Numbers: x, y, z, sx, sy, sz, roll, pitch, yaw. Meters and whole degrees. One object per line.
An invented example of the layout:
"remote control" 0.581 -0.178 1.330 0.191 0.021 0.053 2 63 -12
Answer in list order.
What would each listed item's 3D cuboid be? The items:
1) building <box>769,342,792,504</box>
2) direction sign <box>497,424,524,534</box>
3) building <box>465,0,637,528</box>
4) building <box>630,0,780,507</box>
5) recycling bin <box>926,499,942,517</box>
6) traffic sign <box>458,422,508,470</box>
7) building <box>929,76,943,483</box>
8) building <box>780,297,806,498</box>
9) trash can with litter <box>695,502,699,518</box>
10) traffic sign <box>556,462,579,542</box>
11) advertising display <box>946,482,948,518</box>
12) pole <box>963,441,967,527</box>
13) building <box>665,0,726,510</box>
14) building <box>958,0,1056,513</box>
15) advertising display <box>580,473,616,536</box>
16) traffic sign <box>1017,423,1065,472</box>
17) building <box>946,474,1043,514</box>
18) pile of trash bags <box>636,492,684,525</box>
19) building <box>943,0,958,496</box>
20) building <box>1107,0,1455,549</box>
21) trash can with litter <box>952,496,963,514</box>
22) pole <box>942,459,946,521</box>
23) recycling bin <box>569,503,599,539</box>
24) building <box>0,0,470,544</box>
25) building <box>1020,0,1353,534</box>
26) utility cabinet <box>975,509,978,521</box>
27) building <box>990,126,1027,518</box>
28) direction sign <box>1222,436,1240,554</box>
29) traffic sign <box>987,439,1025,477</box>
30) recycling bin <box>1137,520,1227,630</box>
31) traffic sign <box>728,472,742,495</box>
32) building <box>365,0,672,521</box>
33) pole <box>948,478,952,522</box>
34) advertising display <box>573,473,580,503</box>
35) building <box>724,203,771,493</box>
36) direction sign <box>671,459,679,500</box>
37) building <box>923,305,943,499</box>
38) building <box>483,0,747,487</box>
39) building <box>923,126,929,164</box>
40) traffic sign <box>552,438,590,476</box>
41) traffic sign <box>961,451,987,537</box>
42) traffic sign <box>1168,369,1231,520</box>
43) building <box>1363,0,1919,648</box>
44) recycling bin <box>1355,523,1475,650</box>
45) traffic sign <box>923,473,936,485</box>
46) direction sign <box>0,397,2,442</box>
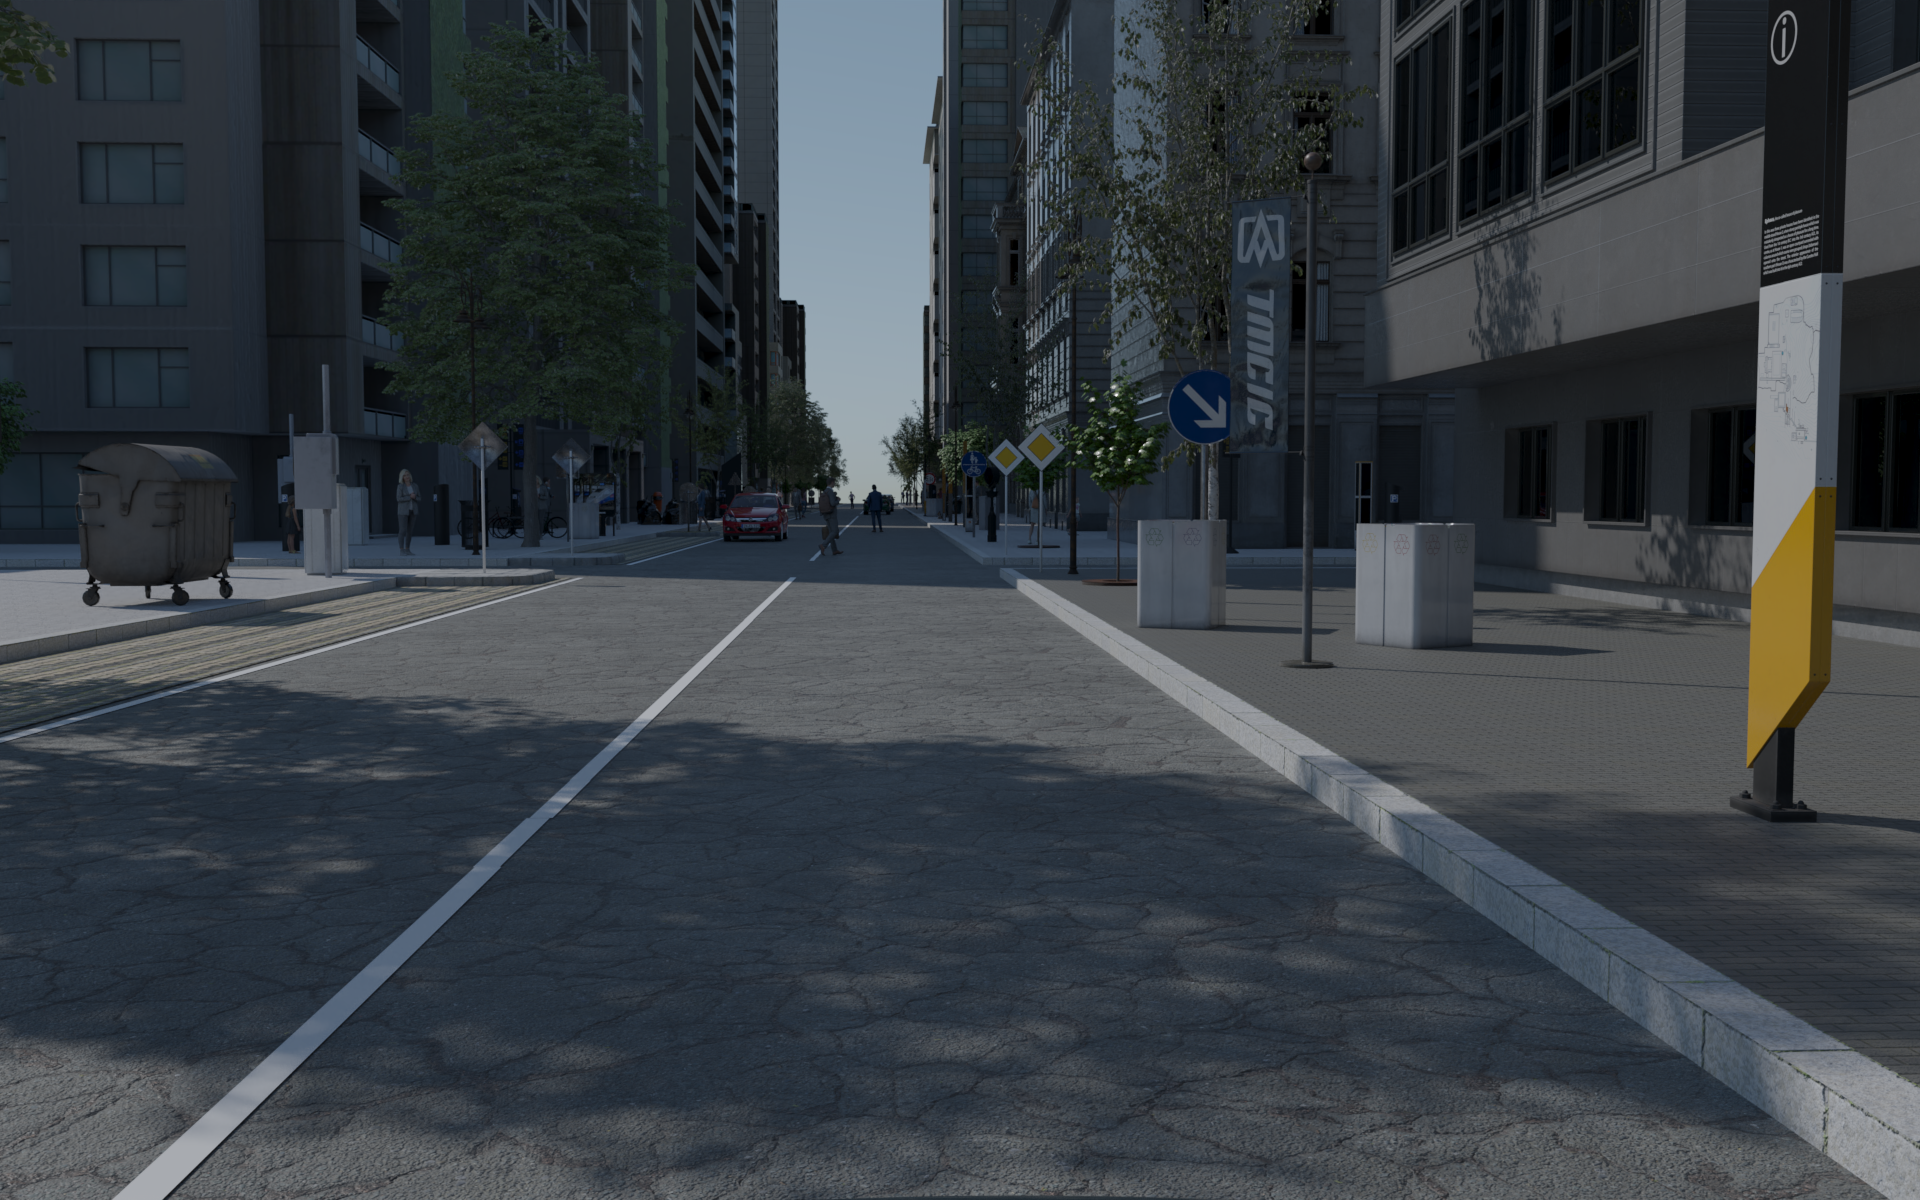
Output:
"building" -35.145 -22.395 211.204 27.650 21.520 28.899 0 4 -3
"direction sign" -14.479 -3.907 55.883 0.876 3.537 0.379 -2 4 -33
"building" -24.658 -38.842 73.323 20.563 71.187 20.611 0 4 -3
"building" -32.756 -48.702 234.529 20.563 71.187 20.611 0 4 -3
"recycling bin" -1.433 -5.243 98.275 0.722 1.027 0.722 3 4 38
"traffic sign" -7.732 -1.581 28.045 0.795 2.593 0.064 0 4 -3
"building" 11.203 -38.284 215.176 28.713 52.752 27.495 0 4 -3
"building" -29.856 -29.475 253.610 14.160 30.474 14.107 0 4 -3
"trash can with litter" -13.626 -4.987 92.919 1.055 1.170 0.624 -2 4 -28
"traffic sign" -10.505 -2.706 46.373 0.606 2.300 0.079 0 3 0
"advertising display" -0.699 -5.461 94.499 0.123 1.923 0.974 1 4 15
"pole" 0.192 -4.457 66.716 0.158 3.312 0.155 0 3 0
"building" -28.104 -30.381 120.424 21.300 48.544 21.600 0 4 -3
"building" 6.810 -26.942 124.103 14.154 41.232 14.086 0 4 -3
"advertising display" -10.964 -2.902 52.668 0.974 1.923 0.123 0 4 -4
"traffic sign" 1.353 -1.605 28.435 0.795 2.593 0.064 0 4 -3
"building" 14.815 -27.665 144.200 32.217 40.220 23.993 0 4 -3
"pile of trash bags" -12.784 -3.901 73.540 1.912 1.369 3.447 -1 4 -13
"building" 8.806 -38.407 169.945 21.231 58.520 28.212 0 4 -3
"building" 13.340 -11.959 44.679 18.267 20.994 9.793 0 4 -3
"trash can with litter" -0.285 -6.040 110.146 0.624 1.170 1.055 3 5 45
"pole" -0.763 -5.462 83.152 0.158 3.312 0.155 0 3 0
"recycling bin" -10.773 -2.260 49.501 0.722 1.027 0.722 0 4 8
"building" -22.634 -22.349 49.002 14.154 41.232 14.086 0 4 -3
"building" 7.937 -13.386 68.013 9.793 20.994 18.267 0 4 -3
"utility cabinet" 0.636 -4.386 80.397 0.318 1.500 1.173 0 4 4
"building" 8.981 -16.854 94.651 14.460 24.649 34.723 0 4 -3
"direction sign" 5.836 -2.771 37.302 0.379 3.537 0.876 2 4 34
"traffic sign" 0.992 -2.093 36.412 0.795 2.593 0.064 0 4 -3
"recycling bin" 2.154 -0.258 16.775 0.722 1.027 0.722 1 4 21
"traffic sign" -13.236 -6.234 101.936 0.884 2.594 0.081 0 4 4
"building" -24.635 -25.442 99.565 14.154 41.232 14.086 0 4 -3
"pole" -0.444 -5.268 79.980 0.158 3.312 0.155 0 3 0
"advertising display" -11.548 -2.984 53.994 0.974 1.923 0.123 0 4 2
"building" -26.222 -24.403 170.688 14.160 30.474 14.107 0 4 -3
"direction sign" -18.308 -7.266 110.791 0.876 3.537 0.379 3 5 39
"building" 1.330 -30.116 264.094 14.160 30.474 14.107 0 4 -3
"building" -29.056 -50.966 145.963 22.319 86.520 31.000 0 4 -3
"building" 9.482 -39.965 242.673 28.713 52.752 27.495 0 4 -3
"traffic sign" -8.094 -2.069 36.022 0.795 2.593 0.064 0 4 -3
"traffic sign" 0.411 -3.127 51.236 0.768 2.556 0.104 0 4 1
"traffic sign" 2.514 -1.082 17.804 0.768 2.556 0.104 0 4 6
"building" 13.487 -11.707 10.483 14.314 24.678 30.058 0 4 -3
"recycling bin" 3.865 -0.133 14.728 0.722 1.027 0.722 -2 4 -33
"traffic sign" -1.795 -6.262 102.496 0.768 2.556 0.104 0 4 6
"direction sign" -14.775 -2.082 26.041 0.876 3.537 0.379 1 4 13
